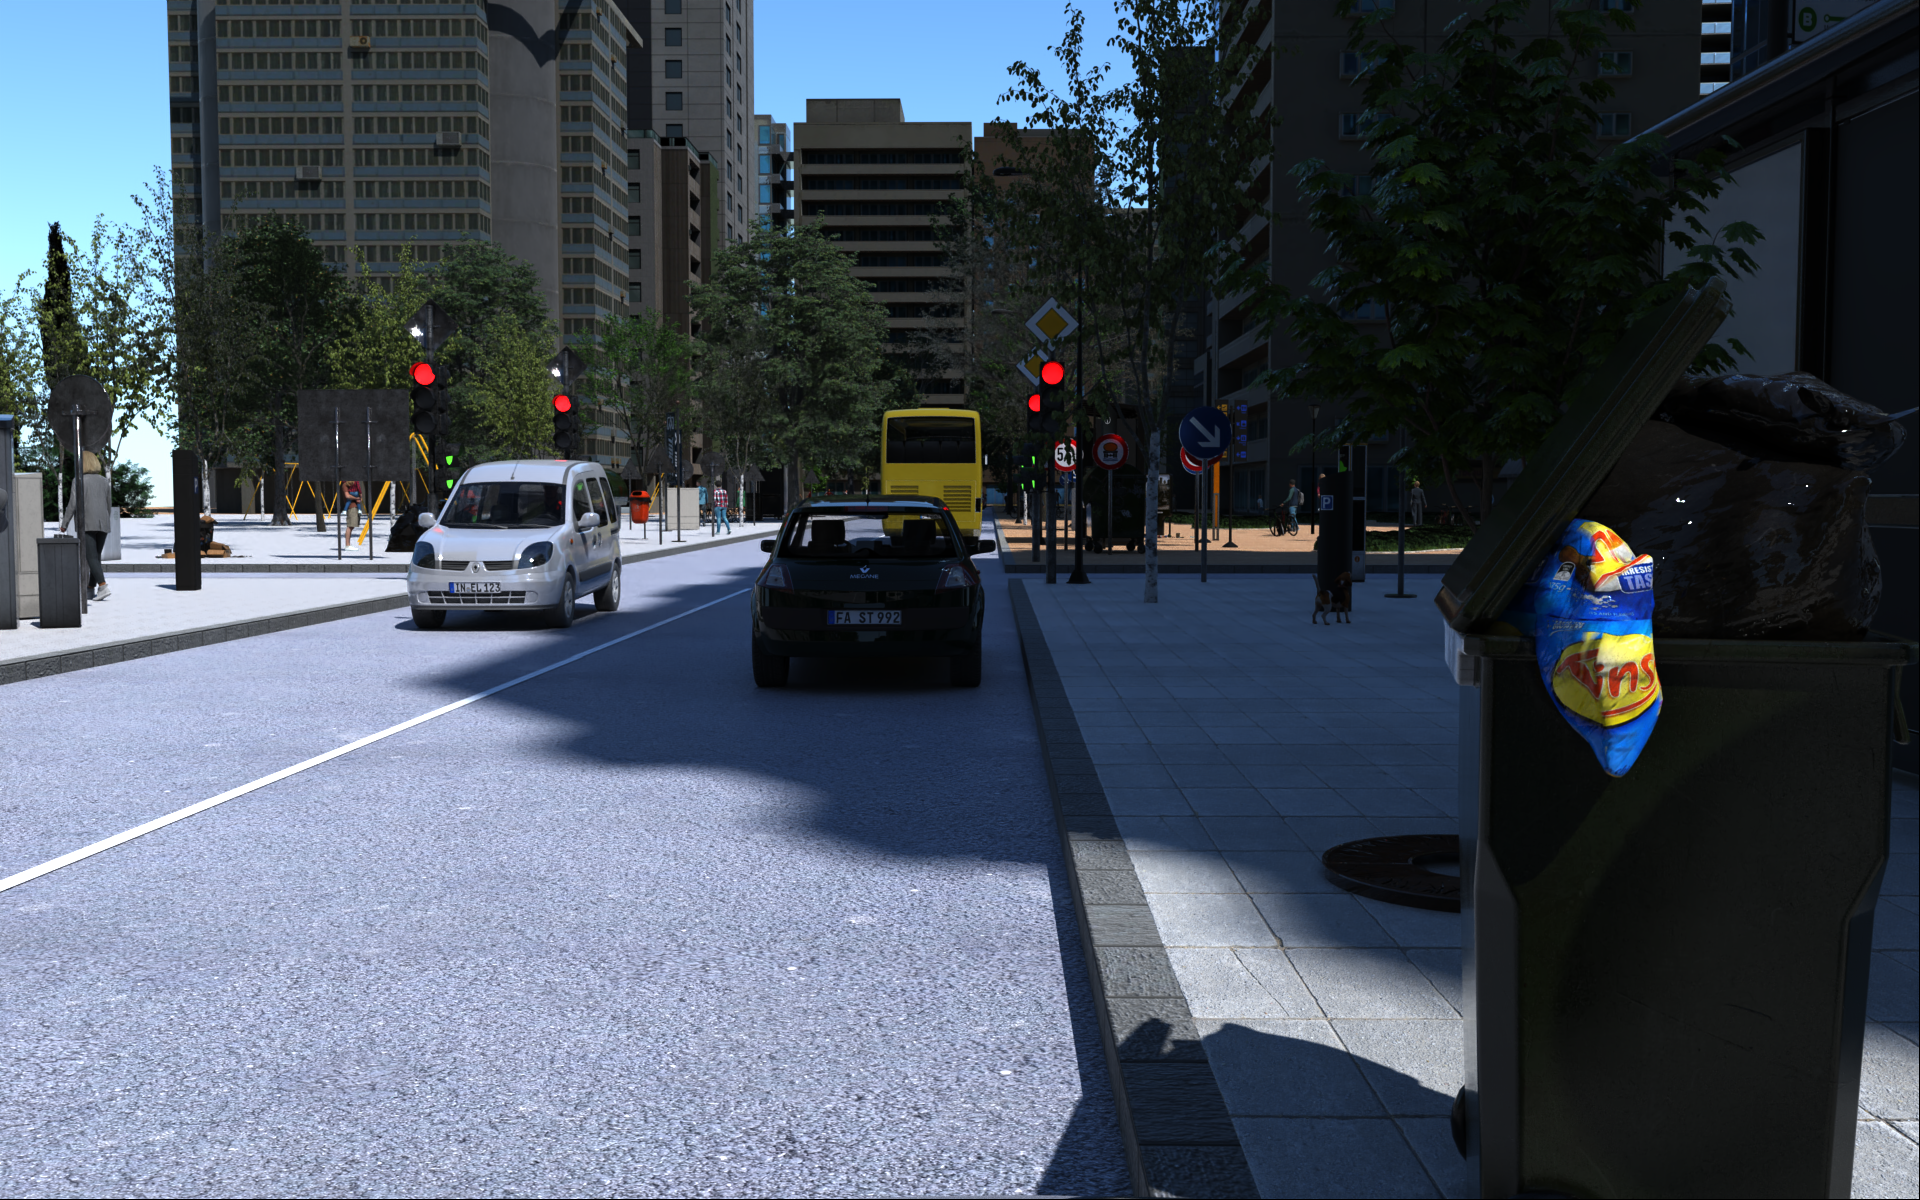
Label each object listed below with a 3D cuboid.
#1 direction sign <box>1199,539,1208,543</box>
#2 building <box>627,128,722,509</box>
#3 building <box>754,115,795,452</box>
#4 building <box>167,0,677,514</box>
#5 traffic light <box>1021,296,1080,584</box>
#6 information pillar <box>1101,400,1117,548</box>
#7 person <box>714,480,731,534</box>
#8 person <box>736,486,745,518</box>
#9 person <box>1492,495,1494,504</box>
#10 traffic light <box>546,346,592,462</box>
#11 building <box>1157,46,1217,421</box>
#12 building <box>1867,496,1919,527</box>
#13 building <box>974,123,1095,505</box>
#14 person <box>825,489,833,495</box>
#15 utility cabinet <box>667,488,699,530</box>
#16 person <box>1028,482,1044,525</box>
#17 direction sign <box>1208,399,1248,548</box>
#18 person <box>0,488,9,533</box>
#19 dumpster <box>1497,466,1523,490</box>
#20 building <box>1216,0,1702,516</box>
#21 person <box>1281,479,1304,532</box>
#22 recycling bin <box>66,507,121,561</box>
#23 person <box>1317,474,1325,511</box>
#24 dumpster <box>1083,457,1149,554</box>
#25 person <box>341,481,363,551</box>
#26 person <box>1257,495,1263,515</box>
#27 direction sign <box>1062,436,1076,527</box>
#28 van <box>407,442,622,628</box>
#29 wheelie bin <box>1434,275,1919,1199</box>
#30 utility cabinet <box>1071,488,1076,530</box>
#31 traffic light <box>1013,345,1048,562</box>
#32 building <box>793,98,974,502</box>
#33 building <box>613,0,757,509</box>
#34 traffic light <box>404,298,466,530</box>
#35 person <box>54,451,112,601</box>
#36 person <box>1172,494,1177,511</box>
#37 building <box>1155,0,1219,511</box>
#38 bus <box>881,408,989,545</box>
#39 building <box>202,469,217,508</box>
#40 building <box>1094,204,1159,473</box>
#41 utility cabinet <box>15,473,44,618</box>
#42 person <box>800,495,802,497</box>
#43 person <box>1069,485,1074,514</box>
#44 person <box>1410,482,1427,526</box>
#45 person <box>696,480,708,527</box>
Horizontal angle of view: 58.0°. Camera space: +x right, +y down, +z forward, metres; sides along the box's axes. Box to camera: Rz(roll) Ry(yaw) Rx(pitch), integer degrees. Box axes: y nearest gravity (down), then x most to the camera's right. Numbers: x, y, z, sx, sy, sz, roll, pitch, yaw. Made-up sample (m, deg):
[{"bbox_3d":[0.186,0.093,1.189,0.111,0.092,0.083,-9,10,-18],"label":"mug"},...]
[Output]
[{"bbox_3d":[6.438,-3.276,45.558,0.379,3.537,0.876,1,4,21],"label":"direction sign"},{"bbox_3d":[-27.463,-22.537,140.181,14.160,30.474,14.107,0,4,1],"label":"building"},{"bbox_3d":[-35.248,-36.560,217.372,30.456,49.044,23.786,0,4,1],"label":"building"},{"bbox_3d":[-36.570,-26.236,120.832,32.217,40.220,23.993,0,4,1],"label":"building"},{"bbox_3d":[1.290,-2.192,24.752,0.839,4.253,0.868,0,4,1],"label":"traffic light"},{"bbox_3d":[3.563,-3.072,41.588,0.504,3.616,0.183,-3,5,-40],"label":"information pillar"},{"bbox_3d":[-7.602,-2.944,55.021,0.563,1.720,0.643,-3,5,-41],"label":"person"},{"bbox_3d":[-11.821,-5.340,93.601,0.600,1.795,0.529,-2,4,-30],"label":"person"},{"bbox_3d":[23.052,-4.149,75.693,0.589,1.601,0.330,2,4,24],"label":"person"},{"bbox_3d":[-7.438,-2.688,32.867,0.839,4.253,0.868,0,4,1],"label":"traffic light"},{"bbox_3d":[25.391,-29.264,162.055,14.154,41.232,14.086,0,4,1],"label":"building"},{"bbox_3d":[39.948,-45.375,54.556,31.000,86.520,22.319,0,4,1],"label":"building"},{"bbox_3d":[8.885,-34.370,212.055,14.200,45.320,14.600,0,4,1],"label":"building"},{"bbox_3d":[-12.954,-10.121,171.486,1.348,1.831,0.705,-2,4,-28],"label":"person"},{"bbox_3d":[-9.880,-3.234,61.559,1.173,1.500,0.318,-2,4,-25],"label":"utility cabinet"},{"bbox_3d":[2.765,-3.484,63.426,0.576,1.772,0.534,-2,4,-25],"label":"person"},{"bbox_3d":[6.510,-3.035,41.622,0.876,3.537,0.379,-1,4,-22],"label":"direction sign"},{"bbox_3d":[-6.099,-0.112,10.515,0.592,1.802,0.473,-2,4,-26],"label":"person"},{"bbox_3d":[5.617,-0.581,15.254,1.264,1.857,1.865,0,4,1],"label":"dumpster"},{"bbox_3d":[26.386,-28.889,96.042,21.300,48.544,21.600,0,4,1],"label":"building"},{"bbox_3d":[11.421,-3.243,59.408,0.721,1.781,0.623,2,4,25],"label":"person"},{"bbox_3d":[-16.757,-1.281,33.506,0.722,1.027,0.722,0,4,1],"label":"recycling bin"},{"bbox_3d":[9.972,-2.517,47.163,0.580,1.828,0.573,0,4,-8],"label":"person"},{"bbox_3d":[3.383,-2.167,37.929,1.502,2.255,1.985,0,4,1],"label":"dumpster"},{"bbox_3d":[-13.767,-2.029,39.198,0.580,1.828,0.573,3,4,37],"label":"person"},{"bbox_3d":[14.028,-4.299,81.021,0.332,1.250,0.352,0,4,-3],"label":"person"},{"bbox_3d":[4.404,-4.639,67.847,0.876,3.537,0.379,1,4,19],"label":"direction sign"},{"bbox_3d":[-5.014,-0.785,19.842,2.013,2.044,4.112,0,4,0],"label":"van"},{"bbox_3d":[1.144,0.309,2.851,0.693,1.594,0.980,1,4,13],"label":"wheelie bin"},{"bbox_3d":[4.434,-3.168,60.473,1.173,1.500,0.318,-2,4,-35],"label":"utility cabinet"},{"bbox_3d":[1.422,-2.680,32.736,0.839,4.253,0.868,0,4,1],"label":"traffic light"},{"bbox_3d":[-8.953,-36.215,215.824,21.600,48.544,21.300,0,4,1],"label":"building"},{"bbox_3d":[-30.239,-44.080,158.964,20.611,71.187,20.563,0,4,1],"label":"building"},{"bbox_3d":[-7.571,-2.200,24.883,0.839,4.253,0.868,0,4,1],"label":"traffic light"},{"bbox_3d":[-10.518,-0.894,20.843,0.728,1.800,0.709,2,4,31],"label":"person"},{"bbox_3d":[13.357,-5.978,108.052,0.640,1.303,0.475,-1,4,-19],"label":"person"},{"bbox_3d":[28.325,-50.431,137.210,22.319,86.520,31.000,0,4,1],"label":"building"},{"bbox_3d":[-0.630,-3.535,49.341,2.896,3.916,12.252,0,4,1],"label":"bus"},{"bbox_3d":[-62.271,-29.344,163.366,14.086,41.232,14.154,0,4,1],"label":"building"},{"bbox_3d":[28.139,-32.393,221.513,23.993,40.220,32.217,0,4,1],"label":"building"},{"bbox_3d":[-10.004,-0.567,17.949,1.173,1.500,0.318,2,4,28],"label":"utility cabinet"},{"bbox_3d":[-16.346,-10.185,172.579,1.348,1.822,0.705,1,4,12],"label":"person"},{"bbox_3d":[6.979,-6.133,106.200,0.514,1.842,0.818,-1,4,-22],"label":"person"},{"bbox_3d":[17.381,-3.627,65.761,0.576,1.772,0.534,-1,4,-10],"label":"person"},{"bbox_3d":[-10.287,-3.832,68.564,0.638,1.841,0.748,-1,4,-9],"label":"person"}]
